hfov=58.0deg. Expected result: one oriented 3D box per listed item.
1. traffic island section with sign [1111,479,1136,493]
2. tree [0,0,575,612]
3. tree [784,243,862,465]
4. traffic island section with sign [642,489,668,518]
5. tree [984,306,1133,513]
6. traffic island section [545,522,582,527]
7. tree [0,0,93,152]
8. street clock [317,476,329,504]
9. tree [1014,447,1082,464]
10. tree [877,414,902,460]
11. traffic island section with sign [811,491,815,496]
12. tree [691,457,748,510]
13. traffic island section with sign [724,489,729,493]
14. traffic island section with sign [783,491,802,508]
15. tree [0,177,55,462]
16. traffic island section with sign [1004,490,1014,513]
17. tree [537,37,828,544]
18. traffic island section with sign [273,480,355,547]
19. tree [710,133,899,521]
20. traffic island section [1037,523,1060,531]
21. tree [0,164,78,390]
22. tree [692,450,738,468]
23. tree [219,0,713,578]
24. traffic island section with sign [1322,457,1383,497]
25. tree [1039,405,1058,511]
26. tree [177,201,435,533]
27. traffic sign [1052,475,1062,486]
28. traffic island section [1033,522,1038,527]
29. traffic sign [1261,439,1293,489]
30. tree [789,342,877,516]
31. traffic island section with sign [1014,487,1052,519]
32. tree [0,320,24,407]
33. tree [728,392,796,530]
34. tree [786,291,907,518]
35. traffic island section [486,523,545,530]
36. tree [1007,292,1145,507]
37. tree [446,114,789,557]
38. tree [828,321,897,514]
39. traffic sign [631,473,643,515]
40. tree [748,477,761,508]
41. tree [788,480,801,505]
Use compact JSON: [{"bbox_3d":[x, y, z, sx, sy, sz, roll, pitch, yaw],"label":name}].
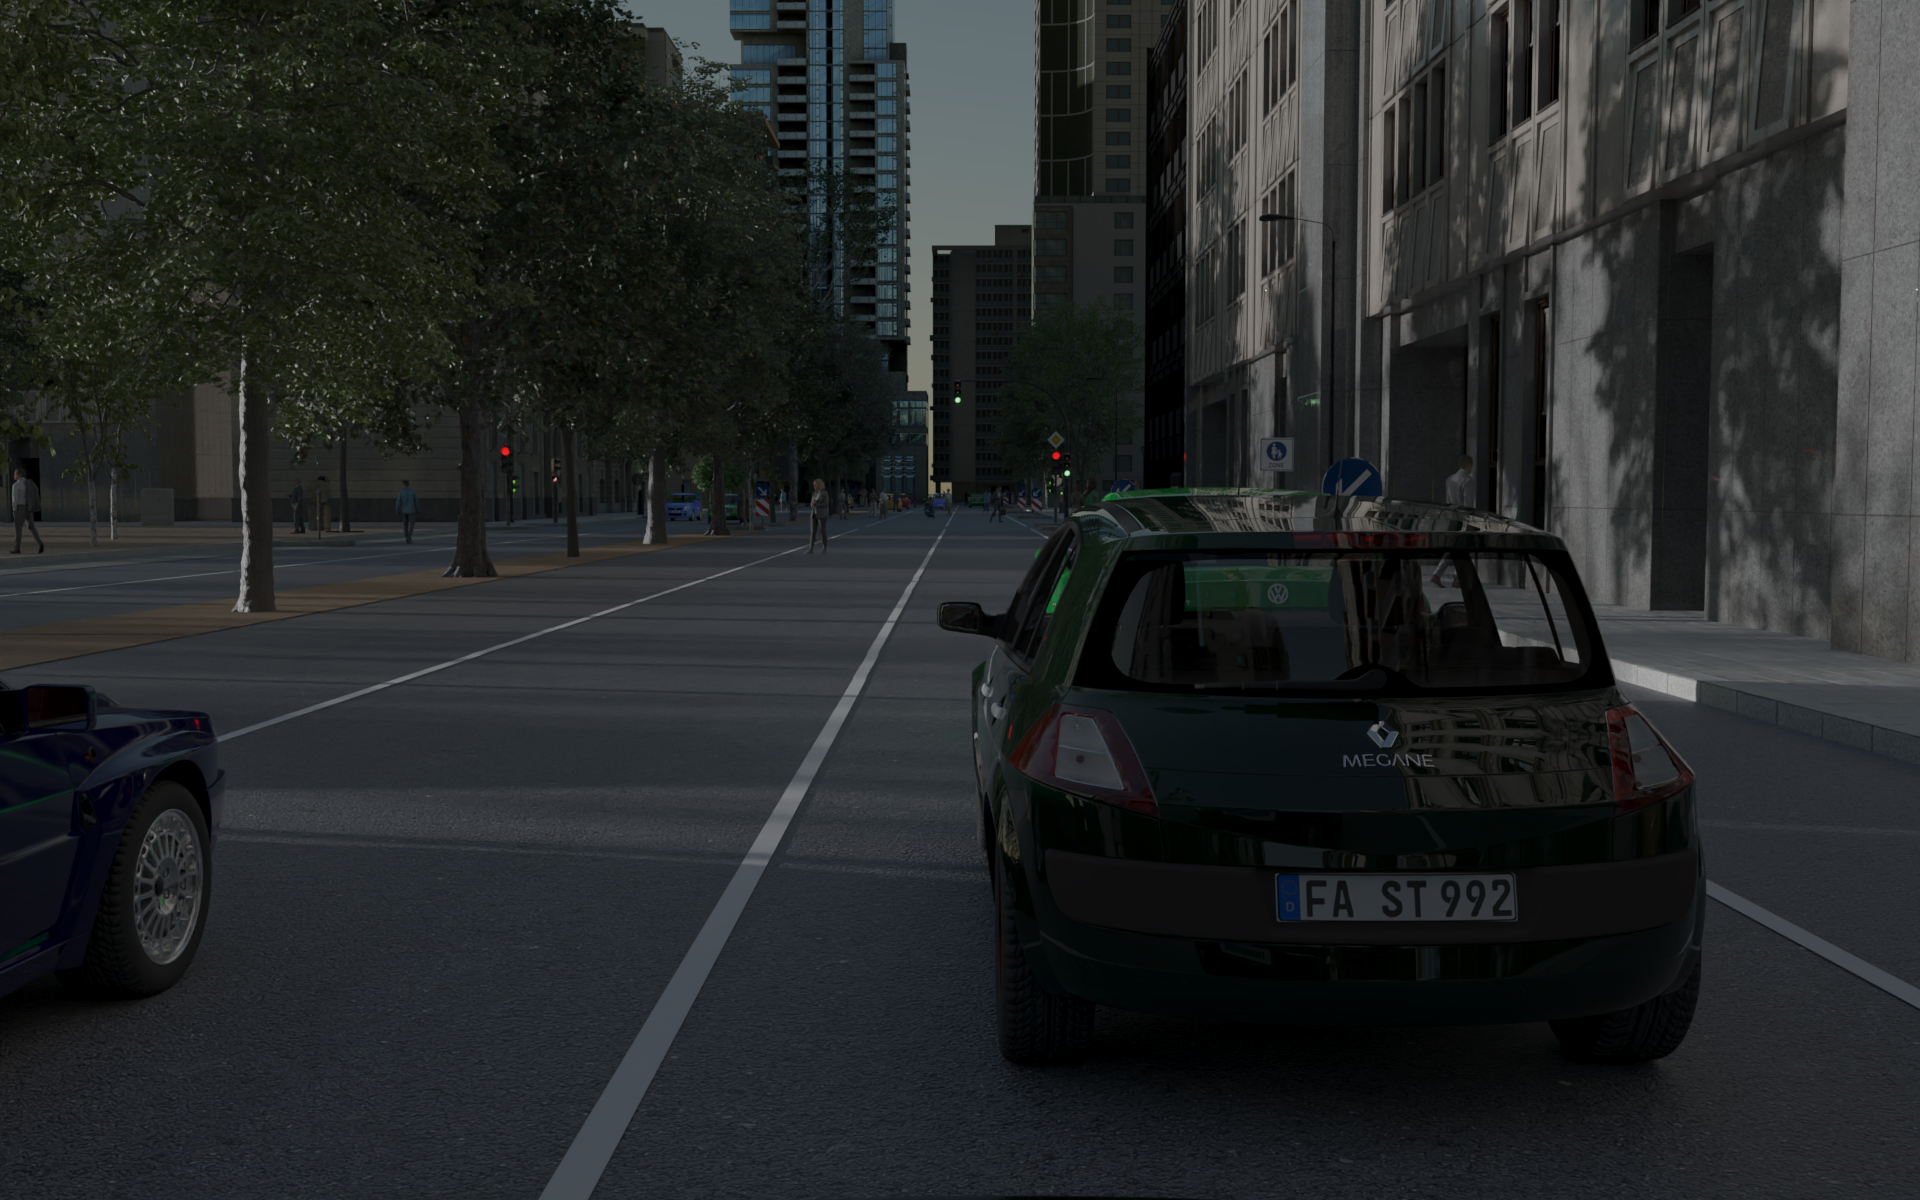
[{"bbox_3d":[4.204,-2.311,46.416,1.989,1.847,2.006,0,4,0],"label":"traffic island section with sign"},{"bbox_3d":[-8.650,-6.148,21.102,7.486,12.596,7.792,0,3,0],"label":"tree"},{"bbox_3d":[-8.315,-8.558,59.394,9.611,12.733,9.660,0,3,0],"label":"tree"},{"bbox_3d":[-17.660,-5.745,102.554,1.989,1.847,2.006,0,4,0],"label":"traffic island section with sign"},{"bbox_3d":[6.915,-12.787,115.721,9.857,13.997,8.962,0,3,0],"label":"tree"},{"bbox_3d":[-18.055,-3.363,77.260,2.009,0.180,2.903,0,4,0],"label":"traffic island section"},{"bbox_3d":[-8.779,-3.714,13.538,4.737,8.622,4.395,0,3,0],"label":"tree"},{"bbox_3d":[-25.723,-4.000,69.969,0.358,2.002,0.471,1,4,15],"label":"street clock"},{"bbox_3d":[7.714,-13.662,157.781,7.601,10.594,8.767,-1,4,-16],"label":"tree"},{"bbox_3d":[-8.424,-10.787,113.237,8.767,10.594,7.601,0,4,0],"label":"tree"},{"bbox_3d":[-17.352,-12.114,206.685,1.989,1.847,2.006,0,4,0],"label":"traffic island section with sign"},{"bbox_3d":[-20.260,-9.560,140.016,4.285,4.588,4.351,0,3,0],"label":"tree"},{"bbox_3d":[-17.581,-7.393,129.509,1.989,1.847,2.006,0,4,0],"label":"traffic island section with sign"},{"bbox_3d":[-17.445,-10.454,179.542,1.989,1.847,2.006,0,4,0],"label":"traffic island section with sign"},{"bbox_3d":[-35.925,-9.321,59.057,9.857,13.997,8.962,0,3,0],"label":"tree"},{"bbox_3d":[4.440,-7.347,128.746,1.989,1.847,2.006,0,4,0],"label":"traffic island section with sign"},{"bbox_3d":[-8.771,-8.589,49.541,9.857,13.997,8.962,0,3,0],"label":"tree"},{"bbox_3d":[-17.802,-2.386,47.647,1.989,1.847,2.006,0,4,0],"label":"traffic island section with sign"},{"bbox_3d":[-9.897,-14.210,90.675,12.611,20.169,13.585,0,3,0],"label":"tree"},{"bbox_3d":[4.263,-2.870,69.207,2.009,0.180,2.903,0,4,0],"label":"traffic island section"},{"bbox_3d":[-20.981,-6.067,33.613,8.767,10.594,7.601,3,5,39],"label":"tree"},{"bbox_3d":[-20.277,-11.906,145.024,4.360,8.622,3.978,0,3,0],"label":"tree"},{"bbox_3d":[-8.440,-6.744,29.730,9.611,12.733,9.660,0,3,0],"label":"tree"},{"bbox_3d":[4.130,-0.663,19.461,1.989,1.847,2.006,0,4,0],"label":"traffic island section with sign"},{"bbox_3d":[6.885,-11.219,133.791,4.360,8.622,3.978,0,3,0],"label":"tree"},{"bbox_3d":[-20.683,-9.011,57.705,12.009,13.543,11.850,0,3,0],"label":"tree"},{"bbox_3d":[6.059,-6.667,109.118,0.768,2.556,0.104,0,4,4],"label":"traffic sign"},{"bbox_3d":[4.286,-3.358,77.192,2.009,0.180,2.903,0,4,0],"label":"traffic island section"},{"bbox_3d":[5.751,-1.798,31.528,0.606,2.300,0.079,0,4,6],"label":"traffic sign"},{"bbox_3d":[-8.541,-8.723,79.487,8.767,10.594,7.601,0,4,0],"label":"tree"},{"bbox_3d":[4.356,-5.698,101.791,1.989,1.847,2.006,0,4,0],"label":"traffic island section with sign"},{"bbox_3d":[-28.411,-5.954,47.712,4.360,8.622,3.978,0,3,0],"label":"tree"},{"bbox_3d":[-8.189,-7.034,67.832,4.737,8.622,4.395,0,3,0],"label":"tree"},{"bbox_3d":[-8.258,-11.647,103.260,12.009,13.543,11.850,0,3,0],"label":"tree"},{"bbox_3d":[-18.078,-2.874,69.275,2.009,0.180,2.903,0,4,0],"label":"traffic island section"},{"bbox_3d":[6.326,-10.055,90.149,9.928,11.665,9.643,0,3,0],"label":"tree"},{"bbox_3d":[-8.745,-6.266,39.316,8.767,10.594,7.601,0,4,0],"label":"tree"},{"bbox_3d":[-8.815,-13.058,122.606,9.857,13.997,8.962,0,3,0],"label":"tree"},{"bbox_3d":[-19.659,-6.449,105.540,0.768,2.556,0.104,1,4,9],"label":"traffic sign"},{"bbox_3d":[-19.952,-10.461,165.637,1.663,3.219,1.824,0,3,0],"label":"tree"},{"bbox_3d":[-20.261,-13.315,212.304,1.663,3.219,1.824,0,3,0],"label":"tree"}]
